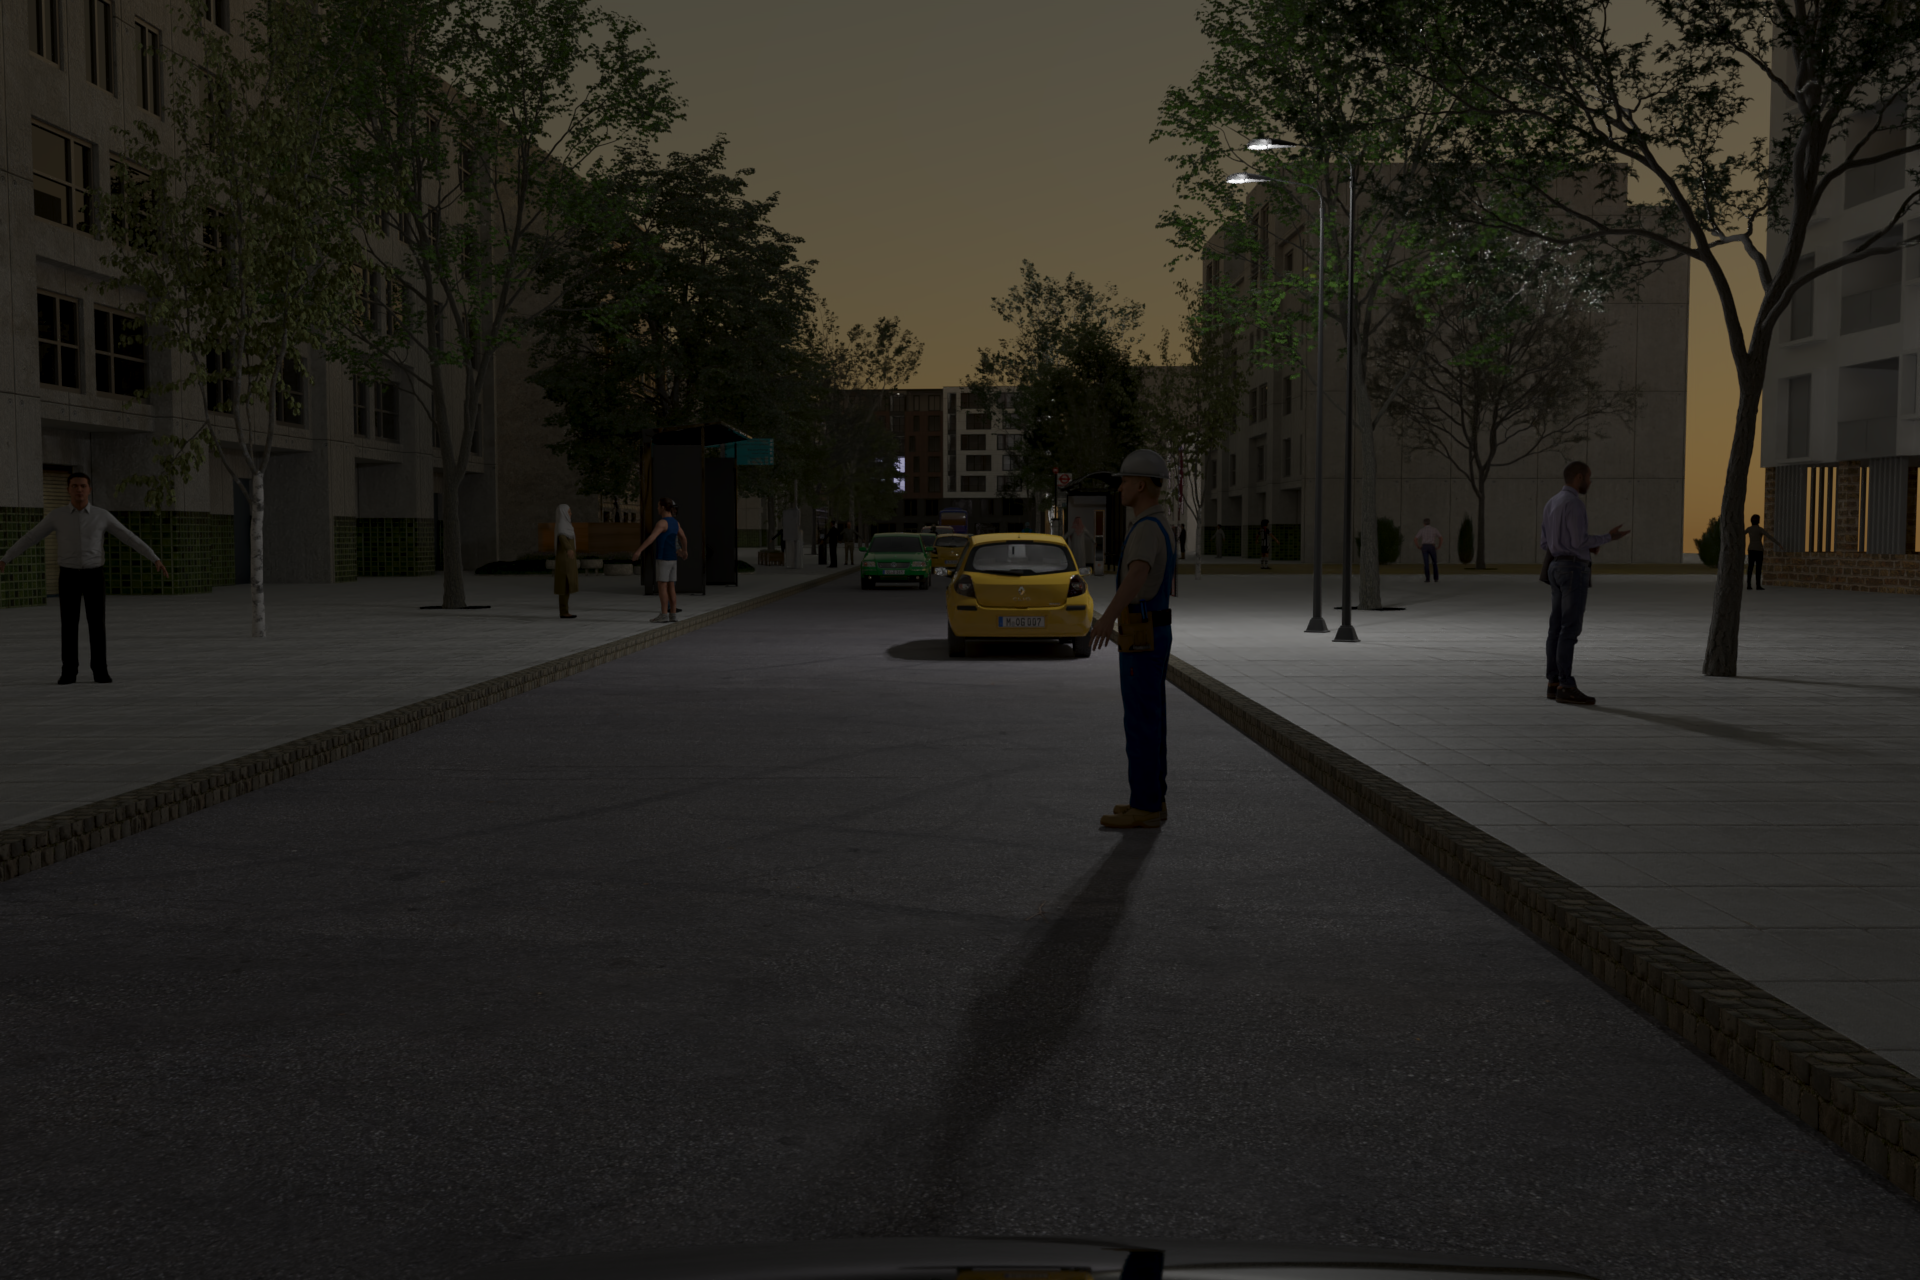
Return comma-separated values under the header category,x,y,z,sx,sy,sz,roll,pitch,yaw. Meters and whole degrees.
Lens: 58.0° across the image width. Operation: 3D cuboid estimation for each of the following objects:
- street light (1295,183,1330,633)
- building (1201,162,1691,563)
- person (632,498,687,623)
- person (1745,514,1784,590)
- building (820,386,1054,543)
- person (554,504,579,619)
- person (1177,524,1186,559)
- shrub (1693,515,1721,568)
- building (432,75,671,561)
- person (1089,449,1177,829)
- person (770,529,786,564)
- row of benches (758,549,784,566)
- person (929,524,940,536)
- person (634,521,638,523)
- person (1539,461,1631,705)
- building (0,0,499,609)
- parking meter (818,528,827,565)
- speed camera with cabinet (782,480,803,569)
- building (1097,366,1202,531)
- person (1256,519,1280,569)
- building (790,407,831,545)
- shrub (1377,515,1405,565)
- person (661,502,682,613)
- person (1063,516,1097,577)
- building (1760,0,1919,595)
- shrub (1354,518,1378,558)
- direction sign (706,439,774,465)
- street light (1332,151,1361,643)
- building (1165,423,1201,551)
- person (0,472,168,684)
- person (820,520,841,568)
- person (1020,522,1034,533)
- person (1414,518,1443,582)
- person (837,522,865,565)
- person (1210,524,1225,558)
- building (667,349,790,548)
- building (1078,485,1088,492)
category,x,y,z,sx,sy,sz,roll,pitch,yaw
street light,5.204,-3.051,22.430,1.470,5.913,1.316,0,4,0
building,23.332,-13.747,91.217,16.747,18.905,31.486,0,4,0
person,-4.289,-1.160,25.139,0.704,1.807,1.345,2,4,23
person,18.345,-2.024,39.847,0.721,1.744,1.215,-2,4,-33
building,-3.008,-24.804,251.981,32.646,21.610,27.936,0,4,6
person,-5.941,-1.201,26.417,0.721,1.736,1.217,-1,4,-12
person,11.313,-5.020,88.212,0.704,1.812,1.346,1,4,22
shrub,28.567,-3.721,65.265,1.690,2.028,1.600,0,3,0
building,-25.398,-15.643,86.691,19.493,23.208,18.063,0,4,0
person,0.881,-0.015,8.558,0.705,1.847,1.347,1,4,16
person,-7.494,-4.141,73.897,1.347,1.806,0.705,-3,4,-37
row of benches,-7.763,-3.402,71.087,1.422,0.672,4.104,-1,4,-13
person,-1.130,-4.044,74.361,1.354,1.856,0.705,-1,4,-14
person,-14.764,-4.477,78.961,1.354,1.858,0.705,-3,5,-44
person,4.791,-0.451,13.279,0.599,1.838,0.709,0,4,-4
building,-24.694,-10.902,44.701,16.747,18.905,31.486,0,4,0
parking meter,-5.745,-3.914,72.405,0.372,1.533,0.369,0,3,0
speed camera with cabinet,-6.161,-4.247,63.781,0.660,3.252,2.038,0,3,0
building,24.051,-19.828,190.640,16.747,18.905,31.486,0,4,0
person,11.136,-3.481,63.053,0.704,1.843,1.345,-2,4,-27
building,-26.175,-23.332,212.414,19.493,23.208,18.063,0,4,0
shrub,17.379,-4.104,71.146,1.661,2.075,1.752,0,3,0
person,-4.730,-1.375,28.328,0.704,1.849,1.345,0,4,-1
person,3.485,-2.770,51.440,1.347,1.811,0.704,-1,4,-20
building,25.018,-11.275,40.767,16.016,20.090,11.380,0,3,0
shrub,17.797,-4.297,74.301,1.661,2.075,1.752,0,3,0
direction sign,-5.901,-3.361,43.709,2.525,3.948,1.411,0,3,0
street light,5.147,-2.931,20.467,1.470,5.913,1.316,0,4,0
building,21.695,-11.583,131.534,9.099,9.664,28.070,0,4,0
person,-7.547,-0.534,14.886,1.344,1.810,0.704,-2,4,-27
person,-4.869,-3.663,66.116,0.704,1.802,1.346,2,4,30
person,3.094,-4.470,79.204,1.347,1.817,0.704,1,4,19
person,12.435,-2.387,46.008,0.756,1.711,0.436,1,4,12
person,-4.605,-4.017,71.948,1.348,1.796,0.705,0,4,-1
person,13.699,-5.231,91.721,0.705,1.806,1.347,-2,4,-24
building,-27.639,-19.231,180.891,16.747,18.905,31.486,0,4,0
building,23.464,-21.898,224.494,16.747,18.905,31.486,0,4,0
